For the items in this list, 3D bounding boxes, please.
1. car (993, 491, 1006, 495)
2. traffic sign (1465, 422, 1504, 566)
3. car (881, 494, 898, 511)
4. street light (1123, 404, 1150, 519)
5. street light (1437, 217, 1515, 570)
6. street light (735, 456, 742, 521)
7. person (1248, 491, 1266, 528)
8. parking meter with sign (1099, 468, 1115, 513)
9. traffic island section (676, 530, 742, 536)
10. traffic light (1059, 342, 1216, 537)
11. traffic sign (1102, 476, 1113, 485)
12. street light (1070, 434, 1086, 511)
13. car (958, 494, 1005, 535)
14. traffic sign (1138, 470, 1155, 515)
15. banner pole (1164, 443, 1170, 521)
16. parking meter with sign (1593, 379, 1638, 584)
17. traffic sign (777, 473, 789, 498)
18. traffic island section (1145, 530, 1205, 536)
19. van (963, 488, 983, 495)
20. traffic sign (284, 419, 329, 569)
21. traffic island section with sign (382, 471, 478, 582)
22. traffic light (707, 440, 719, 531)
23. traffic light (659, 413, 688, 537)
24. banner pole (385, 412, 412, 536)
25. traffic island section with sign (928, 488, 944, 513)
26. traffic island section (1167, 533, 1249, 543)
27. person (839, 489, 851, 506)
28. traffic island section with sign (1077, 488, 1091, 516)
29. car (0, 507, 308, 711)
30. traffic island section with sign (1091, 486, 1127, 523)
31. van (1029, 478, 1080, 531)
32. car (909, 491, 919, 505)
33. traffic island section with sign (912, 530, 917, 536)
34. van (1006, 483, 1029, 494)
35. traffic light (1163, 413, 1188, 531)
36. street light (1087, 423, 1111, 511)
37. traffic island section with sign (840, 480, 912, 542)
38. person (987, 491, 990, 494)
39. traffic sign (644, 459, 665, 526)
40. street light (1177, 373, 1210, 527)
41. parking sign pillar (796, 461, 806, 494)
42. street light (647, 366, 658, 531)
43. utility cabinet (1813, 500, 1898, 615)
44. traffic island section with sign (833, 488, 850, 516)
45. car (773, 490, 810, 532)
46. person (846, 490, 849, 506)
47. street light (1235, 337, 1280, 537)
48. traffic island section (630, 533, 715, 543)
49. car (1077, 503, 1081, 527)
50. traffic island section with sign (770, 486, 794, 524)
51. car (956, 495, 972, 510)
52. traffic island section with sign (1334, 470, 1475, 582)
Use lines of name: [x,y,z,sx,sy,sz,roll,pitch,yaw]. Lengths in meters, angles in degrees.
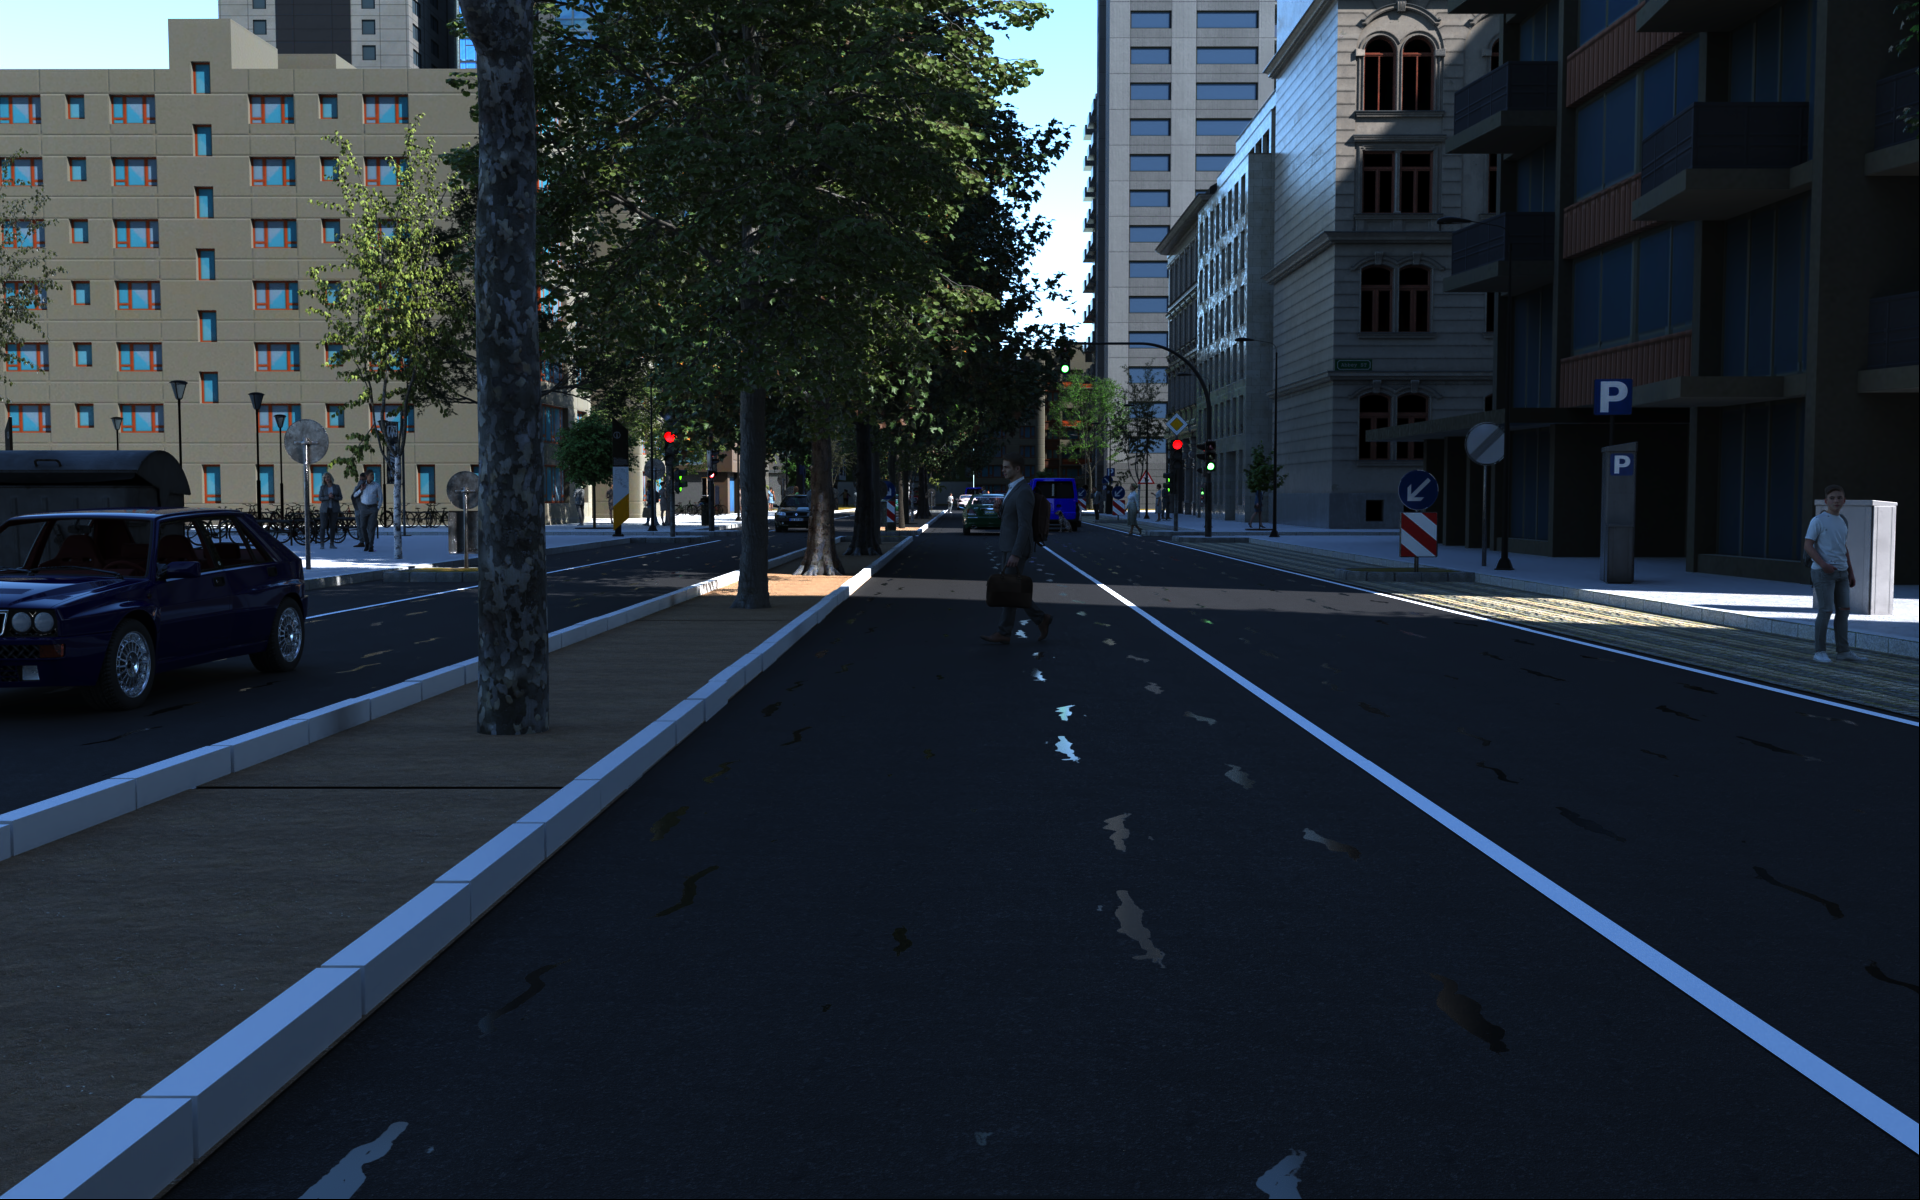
car: [4.733,-12.063,205.899,2.281,1.827,5.304,0,4,-1]
traffic sign: [9.333,-1.875,30.768,0.768,2.556,0.104,0,4,4]
car: [-5.016,-7.097,127.828,2.131,1.459,4.920,0,4,2]
street light: [9.131,-7.156,89.540,1.470,5.913,1.316,0,4,0]
street light: [8.679,-3.463,29.159,1.470,5.913,1.316,0,4,0]
street light: [-9.992,-6.708,82.223,1.470,5.913,1.316,0,4,0]
person: [11.346,-3.671,66.091,0.654,1.822,0.581,3,4,39]
parking meter with sign: [9.758,-7.298,115.577,0.543,3.016,1.738,2,4,26]
traffic island section: [-8.636,-2.315,60.124,2.009,0.180,2.903,0,4,0]
traffic light: [5.342,-4.719,51.826,4.771,5.953,1.251,0,4,0]
traffic sign: [10.103,-7.248,118.609,0.768,2.556,0.104,0,4,8]
street light: [9.225,-9.932,134.922,1.470,5.913,1.316,0,4,0]
car: [1.012,-3.065,61.912,2.131,1.459,4.920,0,4,0]
traffic sign: [9.786,-5.569,91.051,0.884,2.594,0.081,0,4,5]
banner pole: [10.066,-5.739,83.856,0.401,3.779,0.863,0,4,-8]
parking meter with sign: [9.667,-1.787,25.475,0.543,3.016,1.738,1,4,15]
traffic sign: [-10.932,-6.545,107.110,0.768,2.556,0.104,1,4,10]
traffic island section: [7.505,-2.311,60.058,2.009,0.180,2.903,0,4,0]
van: [1.371,-9.727,163.420,2.240,2.365,5.245,0,4,1]
traffic sign: [-11.100,-1.793,29.425,0.768,2.556,0.104,0,4,1]
traffic island section with sign: [-8.419,-1.254,29.136,1.989,1.847,2.006,0,4,0]
traffic light: [-6.504,-5.220,60.016,4.771,5.953,1.251,0,4,0]
traffic light: [-8.627,-3.858,52.004,0.839,4.253,0.868,0,4,0]
banner pole: [-17.116,-3.833,52.686,0.401,3.779,0.863,2,4,32]
traffic island section with sign: [-2.236,-7.753,134.895,2.006,1.907,1.989,0,4,0]
traffic island section: [7.474,-1.822,52.073,2.009,0.180,2.903,0,4,0]
person: [-12.277,-10.929,184.824,1.348,1.812,0.705,-2,4,-25]
traffic island section with sign: [7.719,-6.350,112.449,1.989,1.847,2.006,0,4,0]
car: [-6.298,-0.008,12.712,1.945,1.354,3.894,0,4,2]
traffic island section with sign: [7.614,-4.678,85.110,1.989,1.847,2.006,0,4,0]
van: [3.612,-3.922,68.503,2.240,2.365,5.245,0,4,0]
car: [-5.345,-11.796,201.542,2.281,1.827,5.304,0,4,-1]
traffic island section with sign: [-2.512,-3.157,59.757,2.006,1.907,1.989,0,4,0]
van: [3.791,-5.801,99.223,2.240,2.365,5.245,0,4,0]
traffic light: [7.465,-4.344,59.944,0.839,4.253,0.868,0,4,0]
street light: [9.215,-8.565,112.580,1.470,5.913,1.316,0,4,0]
traffic island section with sign: [-2.550,-2.704,52.350,2.006,1.907,1.989,0,4,0]
person: [2.277,-7.864,138.003,0.530,1.710,0.541,-1,4,-16]
traffic sign: [-10.945,-3.793,62.118,0.768,2.556,0.104,0,4,1]
street light: [9.013,-5.747,66.500,1.470,5.913,1.316,0,4,0]
parking sign pillar: [-10.526,-7.716,114.629,1.447,3.967,1.447,0,4,4]
street light: [-10.121,-5.342,59.886,1.470,5.913,1.316,0,4,0]
utility cabinet: [9.724,-0.469,18.838,0.306,1.237,1.020,0,4,-6]
traffic island section with sign: [-8.115,-6.310,111.794,1.989,1.847,2.006,0,4,0]
car: [-6.130,-3.473,66.573,2.009,1.686,4.222,0,4,-1]
person: [-12.182,-11.062,187.592,1.217,1.739,0.721,3,5,44]
street light: [8.839,-4.828,51.486,1.470,5.913,1.316,0,4,0]
traffic island section: [-8.667,-1.826,52.139,2.009,0.180,2.903,0,4,0]
car: [4.381,-3.957,77.053,2.083,1.381,4.827,0,4,0]
traffic island section with sign: [-8.207,-4.661,84.839,1.989,1.847,2.006,0,4,0]
car: [0.667,-8.782,155.942,2.083,1.381,4.827,0,4,0]
traffic island section with sign: [7.382,-1.250,29.066,1.989,1.847,2.006,0,4,0]
